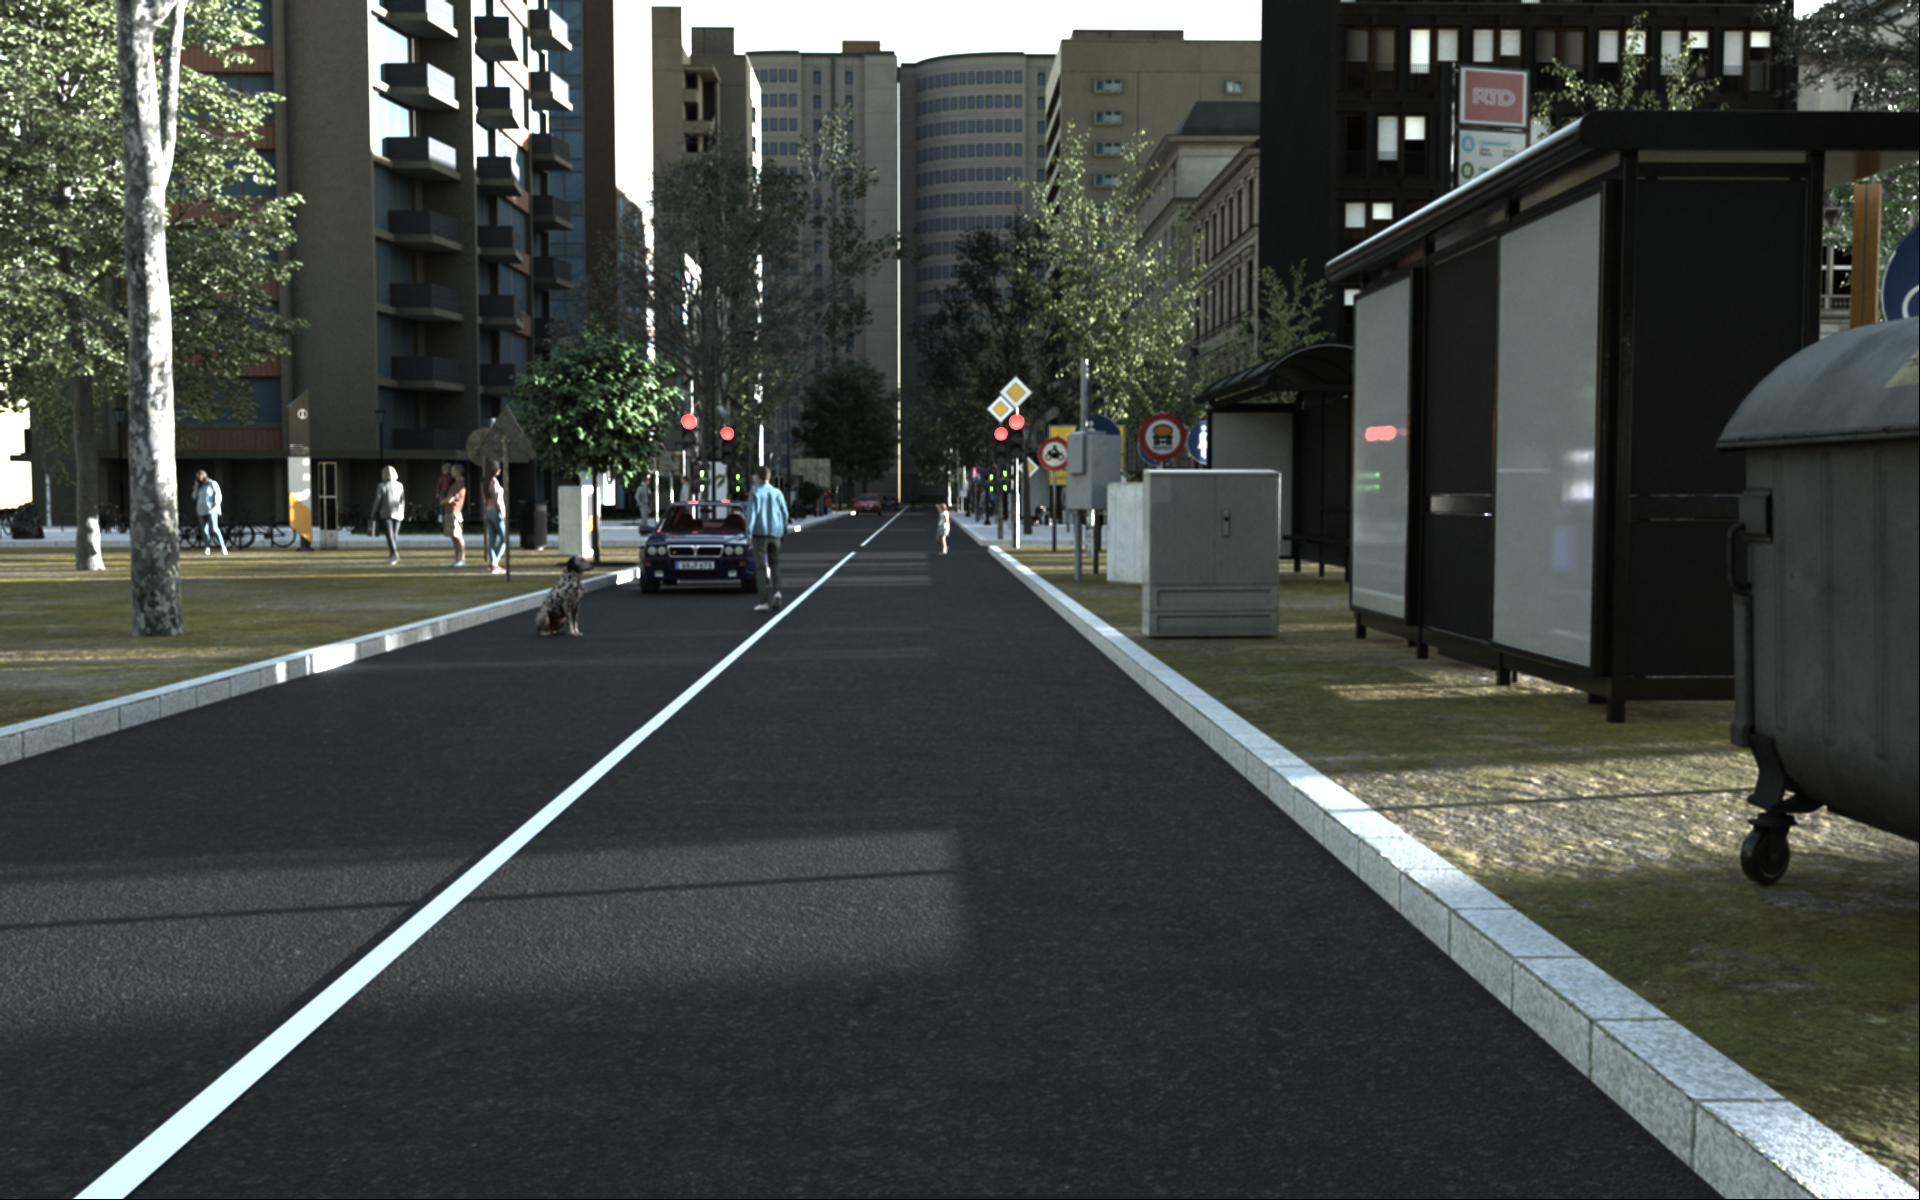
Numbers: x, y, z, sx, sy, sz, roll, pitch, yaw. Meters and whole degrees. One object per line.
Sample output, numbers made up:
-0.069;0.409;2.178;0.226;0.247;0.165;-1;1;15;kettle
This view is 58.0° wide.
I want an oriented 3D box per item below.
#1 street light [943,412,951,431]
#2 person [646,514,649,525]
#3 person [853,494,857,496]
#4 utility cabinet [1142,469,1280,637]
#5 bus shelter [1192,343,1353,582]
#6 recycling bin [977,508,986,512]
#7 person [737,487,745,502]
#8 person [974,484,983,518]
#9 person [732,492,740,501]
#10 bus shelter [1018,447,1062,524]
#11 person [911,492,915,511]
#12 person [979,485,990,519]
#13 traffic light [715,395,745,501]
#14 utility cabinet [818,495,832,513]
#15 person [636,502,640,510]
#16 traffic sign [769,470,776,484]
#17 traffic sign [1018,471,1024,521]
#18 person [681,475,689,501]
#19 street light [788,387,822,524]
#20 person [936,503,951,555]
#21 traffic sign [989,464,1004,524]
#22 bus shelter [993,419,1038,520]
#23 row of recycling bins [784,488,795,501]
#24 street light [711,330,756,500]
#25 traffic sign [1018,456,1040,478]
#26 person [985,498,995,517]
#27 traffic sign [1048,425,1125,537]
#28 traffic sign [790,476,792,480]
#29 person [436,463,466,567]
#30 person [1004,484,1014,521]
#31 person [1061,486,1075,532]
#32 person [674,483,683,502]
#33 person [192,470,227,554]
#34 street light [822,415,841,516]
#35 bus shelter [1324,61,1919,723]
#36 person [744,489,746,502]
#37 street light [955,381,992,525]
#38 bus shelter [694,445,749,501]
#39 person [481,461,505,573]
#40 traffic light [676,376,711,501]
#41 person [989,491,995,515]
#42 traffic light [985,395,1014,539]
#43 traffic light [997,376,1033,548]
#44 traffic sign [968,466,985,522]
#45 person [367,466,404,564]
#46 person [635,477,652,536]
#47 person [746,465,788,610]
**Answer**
-0.091;-7.654;97.682;1.470;5.913;1.316;0;4;-1;street light
-12.832;-3.690;70.618;0.306;1.304;0.590;0;4;5;person
-10.629;-10.101;171.720;0.750;1.759;0.617;-2;4;-28;person
2.237;-0.413;15.439;1.173;1.500;0.318;0;4;-6;utility cabinet
4.900;-1.960;25.963;2.014;3.302;5.546;0;4;-1;bus shelter
1.481;-6.573;120.030;0.722;1.027;0.722;-2;4;-28;recycling bin
-16.628;-7.703;132.130;0.705;1.807;1.348;1;4;14;person
1.044;-5.308;92.803;0.573;1.828;0.580;0;4;0;person
-19.458;-8.803;149.991;1.348;1.822;0.705;-1;4;-8;person
3.548;-5.034;76.224;2.014;3.302;5.546;0;4;-1;bus shelter
-3.983;-8.350;146.497;0.415;1.643;0.593;1;4;19;person
1.235;-5.060;89.531;0.466;1.731;0.760;3;4;38;person
-6.526;-3.677;49.039;0.839;4.253;0.868;0;4;-1;traffic light
-9.084;-6.393;115.692;1.020;1.237;0.306;0;4;-5;utility cabinet
-16.588;-5.162;90.454;0.620;1.820;0.660;1;4;19;person
-8.281;-4.458;75.014;0.606;2.300;0.079;0;4;5;traffic sign
3.027;-4.986;81.620;0.768;2.556;0.104;0;4;7;traffic sign
-8.048;-2.790;51.501;0.795;1.843;0.661;0;4;4;person
-6.904;-6.279;75.198;1.470;5.913;1.316;0;4;-1;street light
-0.341;-1.667;40.771;0.382;1.210;0.505;-2;4;-25;person
1.530;-4.517;73.854;0.884;2.594;0.081;0;4;2;traffic sign
2.883;-6.874;90.017;2.179;5.291;8.768;0;4;-1;bus shelter
-10.942;-6.239;109.113;1.069;1.692;3.534;0;4;5;row of recycling bins
-6.457;-4.684;49.118;1.470;5.913;1.316;0;4;-1;street light
2.388;-3.697;60.174;0.795;2.593;0.064;0;4;7;traffic sign
2.021;-5.503;96.238;0.699;1.804;1.509;-1;4;-23;person
3.729;-3.494;51.005;2.265;3.308;0.079;0;4;8;traffic sign
-10.998;-7.044;115.268;0.768;2.556;0.104;0;4;6;traffic sign
-8.949;-1.502;30.576;0.580;1.828;0.573;1;4;14;person
2.446;-4.658;82.376;0.419;1.800;0.721;-2;4;-26;person
3.747;-3.218;58.759;0.635;1.810;0.391;0;4;4;person
-11.832;-4.098;73.390;0.623;1.781;0.721;0;4;-1;person
-16.112;-1.889;37.187;0.793;1.790;0.793;-2;4;-24;person
-7.624;-7.872;101.252;1.470;5.913;1.316;0;4;-1;street light
4.351;-2.214;13.838;2.179;5.291;8.768;0;4;-1;bus shelter
-18.562;-8.646;148.143;0.721;1.736;1.217;0;4;3;person
0.593;-6.055;71.539;1.470;5.913;1.316;0;4;-1;street light
-10.258;-4.892;73.914;2.014;3.302;5.546;0;4;-1;bus shelter
-7.555;-1.355;28.206;0.555;1.821;0.388;2;4;35;person
-6.351;-3.189;41.055;0.839;4.253;0.868;0;4;-1;traffic light
2.039;-6.093;106.009;0.444;1.785;0.601;-3;5;-42;person
1.133;-3.688;49.222;0.839;4.253;0.868;0;4;-1;traffic light
1.308;-3.200;41.239;0.839;4.253;0.868;0;4;-1;traffic light
0.754;-4.839;79.228;0.768;2.556;0.104;0;4;0;traffic sign
-10.522;-1.563;31.787;0.709;1.800;0.728;-3;5;-41;person
-9.631;-2.855;52.815;0.391;1.810;0.635;1;4;12;person
-2.374;-0.761;21.291;0.601;1.785;0.444;-2;4;-26;person
